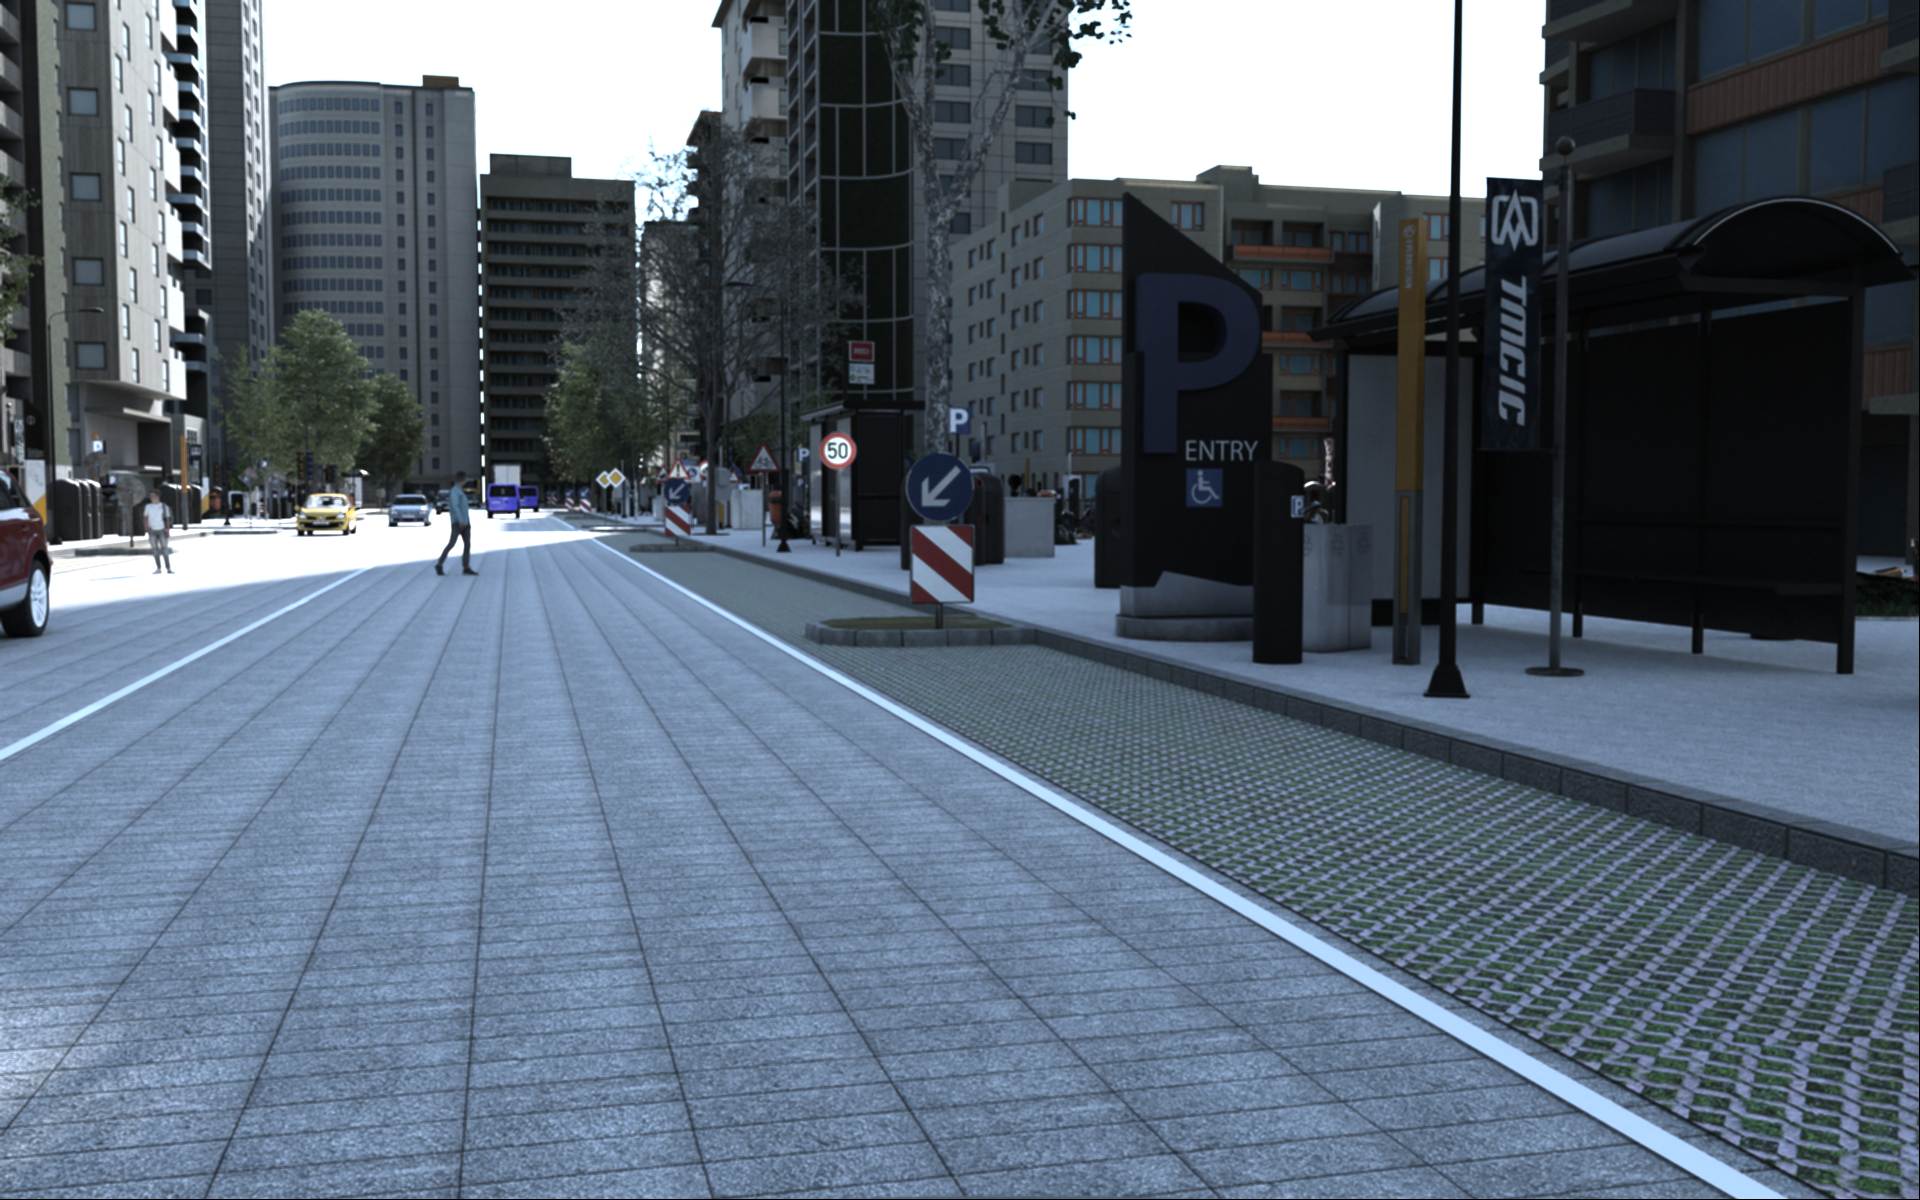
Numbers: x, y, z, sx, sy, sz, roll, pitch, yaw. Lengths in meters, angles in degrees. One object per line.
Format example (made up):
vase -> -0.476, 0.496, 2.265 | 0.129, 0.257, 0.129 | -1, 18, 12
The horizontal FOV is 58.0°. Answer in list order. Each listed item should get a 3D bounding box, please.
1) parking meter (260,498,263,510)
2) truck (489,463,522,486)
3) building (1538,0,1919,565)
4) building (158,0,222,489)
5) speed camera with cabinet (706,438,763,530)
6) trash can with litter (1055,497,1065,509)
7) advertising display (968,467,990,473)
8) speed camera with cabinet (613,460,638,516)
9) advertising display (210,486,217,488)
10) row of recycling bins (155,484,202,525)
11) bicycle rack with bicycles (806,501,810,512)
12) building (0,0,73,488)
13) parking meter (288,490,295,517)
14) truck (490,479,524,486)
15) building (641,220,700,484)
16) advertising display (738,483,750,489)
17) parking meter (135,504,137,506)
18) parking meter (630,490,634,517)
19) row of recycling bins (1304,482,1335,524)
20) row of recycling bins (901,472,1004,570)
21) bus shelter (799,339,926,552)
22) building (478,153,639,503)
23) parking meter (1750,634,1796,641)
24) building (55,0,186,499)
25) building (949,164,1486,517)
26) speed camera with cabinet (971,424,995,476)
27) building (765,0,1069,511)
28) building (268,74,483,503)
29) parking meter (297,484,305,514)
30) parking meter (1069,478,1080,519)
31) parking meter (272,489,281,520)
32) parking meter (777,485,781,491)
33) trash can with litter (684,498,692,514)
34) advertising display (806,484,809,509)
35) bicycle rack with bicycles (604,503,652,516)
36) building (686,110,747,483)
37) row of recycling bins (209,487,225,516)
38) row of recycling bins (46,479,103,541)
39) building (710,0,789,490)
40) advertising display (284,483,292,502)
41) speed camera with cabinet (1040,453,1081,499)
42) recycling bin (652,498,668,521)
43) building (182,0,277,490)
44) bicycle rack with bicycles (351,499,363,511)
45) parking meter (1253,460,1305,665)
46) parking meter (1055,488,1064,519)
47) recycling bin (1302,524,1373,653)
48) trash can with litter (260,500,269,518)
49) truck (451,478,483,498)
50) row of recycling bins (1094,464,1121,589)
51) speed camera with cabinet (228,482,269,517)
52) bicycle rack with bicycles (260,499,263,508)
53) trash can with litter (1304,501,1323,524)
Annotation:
parking meter -> -55.618, -8.082, 137.846 | 0.399, 1.863, 0.255 | 1, 4, 10
truck -> -42.470, -10.588, 162.030 | 2.839, 4.237, 11.283 | -1, 4, -16
building -> 25.449, -23.351, 36.412 | 22.147, 44.769, 28.867 | -1, 4, -14
building -> -76.882, -51.147, 148.920 | 22.319, 86.520, 31.000 | -1, 4, -14
speed camera with cabinet -> -8.055, -4.133, 61.907 | 2.038, 3.252, 0.660 | -3, 5, -40
trash can with litter -> 5.558, -4.957, 92.430 | 1.055, 1.170, 0.624 | -1, 4, -11
advertising display -> 0.214, -2.172, 40.731 | 0.974, 1.923, 0.123 | 0, 4, -2
speed camera with cabinet -> -19.324, -6.467, 100.064 | 0.660, 3.252, 2.038 | 1, 4, 16
advertising display -> -58.912, -8.049, 136.817 | 0.123, 1.923, 0.974 | 0, 4, 2
row of recycling bins -> -32.839, -4.011, 72.698 | 1.069, 1.692, 3.534 | 0, 4, -4
bicycle rack with bicycles -> -7.246, -5.012, 95.329 | 2.852, 0.926, 2.925 | -3, 5, -43
building -> -55.645, -19.439, 89.523 | 14.160, 30.474, 14.107 | -1, 4, -14
parking meter -> -37.749, -5.468, 97.819 | 0.372, 1.533, 0.369 | 0, 3, 0
truck -> -47.005, -11.218, 179.335 | 3.469, 3.379, 9.791 | -1, 4, -13
building -> -38.928, -34.775, 252.168 | 14.086, 41.232, 14.154 | -1, 4, -14
advertising display -> -12.557, -5.903, 101.721 | 0.974, 1.923, 0.123 | 0, 4, 7
parking meter -> -29.368, -3.238, 61.344 | 0.372, 1.533, 0.369 | 0, 3, 0
parking meter -> -18.510, -5.482, 98.040 | 0.372, 1.533, 0.369 | 0, 3, 0
row of recycling bins -> 13.569, -3.255, 60.334 | 3.534, 1.692, 1.069 | -1, 4, -17
row of recycling bins -> -0.140, -1.443, 30.701 | 1.069, 1.692, 3.534 | 1, 4, 21
bus shelter -> -2.627, -3.982, 42.735 | 2.179, 5.291, 8.768 | -1, 4, -14
building -> -58.103, -38.333, 250.444 | 21.600, 48.544, 21.300 | -1, 4, -14
parking meter -> 7.201, -0.421, 15.288 | 0.372, 1.533, 0.369 | 0, 3, 0
building -> -70.879, -32.514, 120.848 | 28.713, 52.752, 27.495 | -1, 4, -14
building -> 16.674, -16.316, 111.807 | 28.899, 21.520, 27.650 | -1, 4, -14
speed camera with cabinet -> -0.048, -3.349, 49.098 | 2.038, 3.252, 0.660 | 0, 4, -2
building -> -4.234, -42.774, 137.613 | 20.563, 71.187, 20.611 | -1, 4, -14
building -> -82.324, -42.956, 244.333 | 28.212, 58.520, 21.231 | -1, 4, -14
parking meter -> -36.511, -5.528, 96.087 | 0.255, 1.863, 0.399 | 3, 4, 38
parking meter -> 4.254, -3.601, 64.591 | 0.255, 1.863, 0.399 | -2, 4, -33
parking meter -> -34.056, -4.763, 86.288 | 0.372, 1.533, 0.369 | 0, 3, 0
parking meter -> -11.841, -6.617, 113.903 | 0.399, 1.863, 0.255 | 2, 4, 32
trash can with litter -> -18.527, -6.518, 117.627 | 1.678, 1.210, 2.233 | -2, 4, -30
advertising display -> -10.110, -6.439, 110.497 | 0.974, 1.923, 0.123 | 1, 4, 14
bicycle rack with bicycles -> -19.776, -5.533, 103.844 | 2.925, 0.926, 2.852 | 0, 4, -6
building -> -19.533, -33.246, 198.200 | 22.147, 44.769, 28.867 | -1, 4, -14
row of recycling bins -> -44.022, -5.773, 101.497 | 1.069, 1.692, 3.534 | 1, 4, 22
row of recycling bins -> -24.732, -2.531, 48.496 | 1.069, 1.692, 3.534 | -1, 4, -15
building -> -8.603, -35.626, 171.721 | 28.713, 52.752, 27.495 | -1, 4, -14
advertising display -> -38.453, -5.698, 98.377 | 0.974, 1.923, 0.123 | 0, 4, 0
speed camera with cabinet -> 4.778, -5.383, 82.340 | 2.038, 3.252, 0.660 | -2, 4, -35
recycling bin -> -14.192, -4.281, 82.545 | 0.722, 1.027, 0.722 | -1, 4, -18
building -> -85.732, -45.679, 185.095 | 20.611, 71.187, 20.563 | -1, 4, -14
bicycle rack with bicycles -> -46.920, -7.240, 131.760 | 2.852, 0.926, 2.925 | 1, 4, 10
parking meter -> 2.421, -0.291, 13.162 | 0.372, 1.533, 0.369 | 0, 3, 0
parking meter -> 3.893, -3.626, 67.703 | 0.372, 1.533, 0.369 | 0, 3, 0
recycling bin -> 2.934, -0.113, 14.399 | 0.722, 1.027, 0.722 | -3, 5, -43
trash can with litter -> -37.949, -5.116, 95.026 | 1.055, 1.170, 0.624 | -2, 4, -34
truck -> -57.967, -12.737, 204.166 | 3.469, 3.379, 9.791 | -1, 4, -14
row of recycling bins -> 3.203, -1.076, 24.706 | 3.534, 1.692, 1.069 | -3, 5, -44
speed camera with cabinet -> -39.322, -6.201, 95.721 | 2.038, 3.252, 0.660 | -1, 4, -18
bicycle rack with bicycles -> -47.863, -6.626, 121.713 | 2.852, 0.926, 2.925 | 0, 4, -3
trash can with litter -> 5.459, -1.049, 28.540 | 1.055, 1.170, 0.624 | 1, 4, 15
